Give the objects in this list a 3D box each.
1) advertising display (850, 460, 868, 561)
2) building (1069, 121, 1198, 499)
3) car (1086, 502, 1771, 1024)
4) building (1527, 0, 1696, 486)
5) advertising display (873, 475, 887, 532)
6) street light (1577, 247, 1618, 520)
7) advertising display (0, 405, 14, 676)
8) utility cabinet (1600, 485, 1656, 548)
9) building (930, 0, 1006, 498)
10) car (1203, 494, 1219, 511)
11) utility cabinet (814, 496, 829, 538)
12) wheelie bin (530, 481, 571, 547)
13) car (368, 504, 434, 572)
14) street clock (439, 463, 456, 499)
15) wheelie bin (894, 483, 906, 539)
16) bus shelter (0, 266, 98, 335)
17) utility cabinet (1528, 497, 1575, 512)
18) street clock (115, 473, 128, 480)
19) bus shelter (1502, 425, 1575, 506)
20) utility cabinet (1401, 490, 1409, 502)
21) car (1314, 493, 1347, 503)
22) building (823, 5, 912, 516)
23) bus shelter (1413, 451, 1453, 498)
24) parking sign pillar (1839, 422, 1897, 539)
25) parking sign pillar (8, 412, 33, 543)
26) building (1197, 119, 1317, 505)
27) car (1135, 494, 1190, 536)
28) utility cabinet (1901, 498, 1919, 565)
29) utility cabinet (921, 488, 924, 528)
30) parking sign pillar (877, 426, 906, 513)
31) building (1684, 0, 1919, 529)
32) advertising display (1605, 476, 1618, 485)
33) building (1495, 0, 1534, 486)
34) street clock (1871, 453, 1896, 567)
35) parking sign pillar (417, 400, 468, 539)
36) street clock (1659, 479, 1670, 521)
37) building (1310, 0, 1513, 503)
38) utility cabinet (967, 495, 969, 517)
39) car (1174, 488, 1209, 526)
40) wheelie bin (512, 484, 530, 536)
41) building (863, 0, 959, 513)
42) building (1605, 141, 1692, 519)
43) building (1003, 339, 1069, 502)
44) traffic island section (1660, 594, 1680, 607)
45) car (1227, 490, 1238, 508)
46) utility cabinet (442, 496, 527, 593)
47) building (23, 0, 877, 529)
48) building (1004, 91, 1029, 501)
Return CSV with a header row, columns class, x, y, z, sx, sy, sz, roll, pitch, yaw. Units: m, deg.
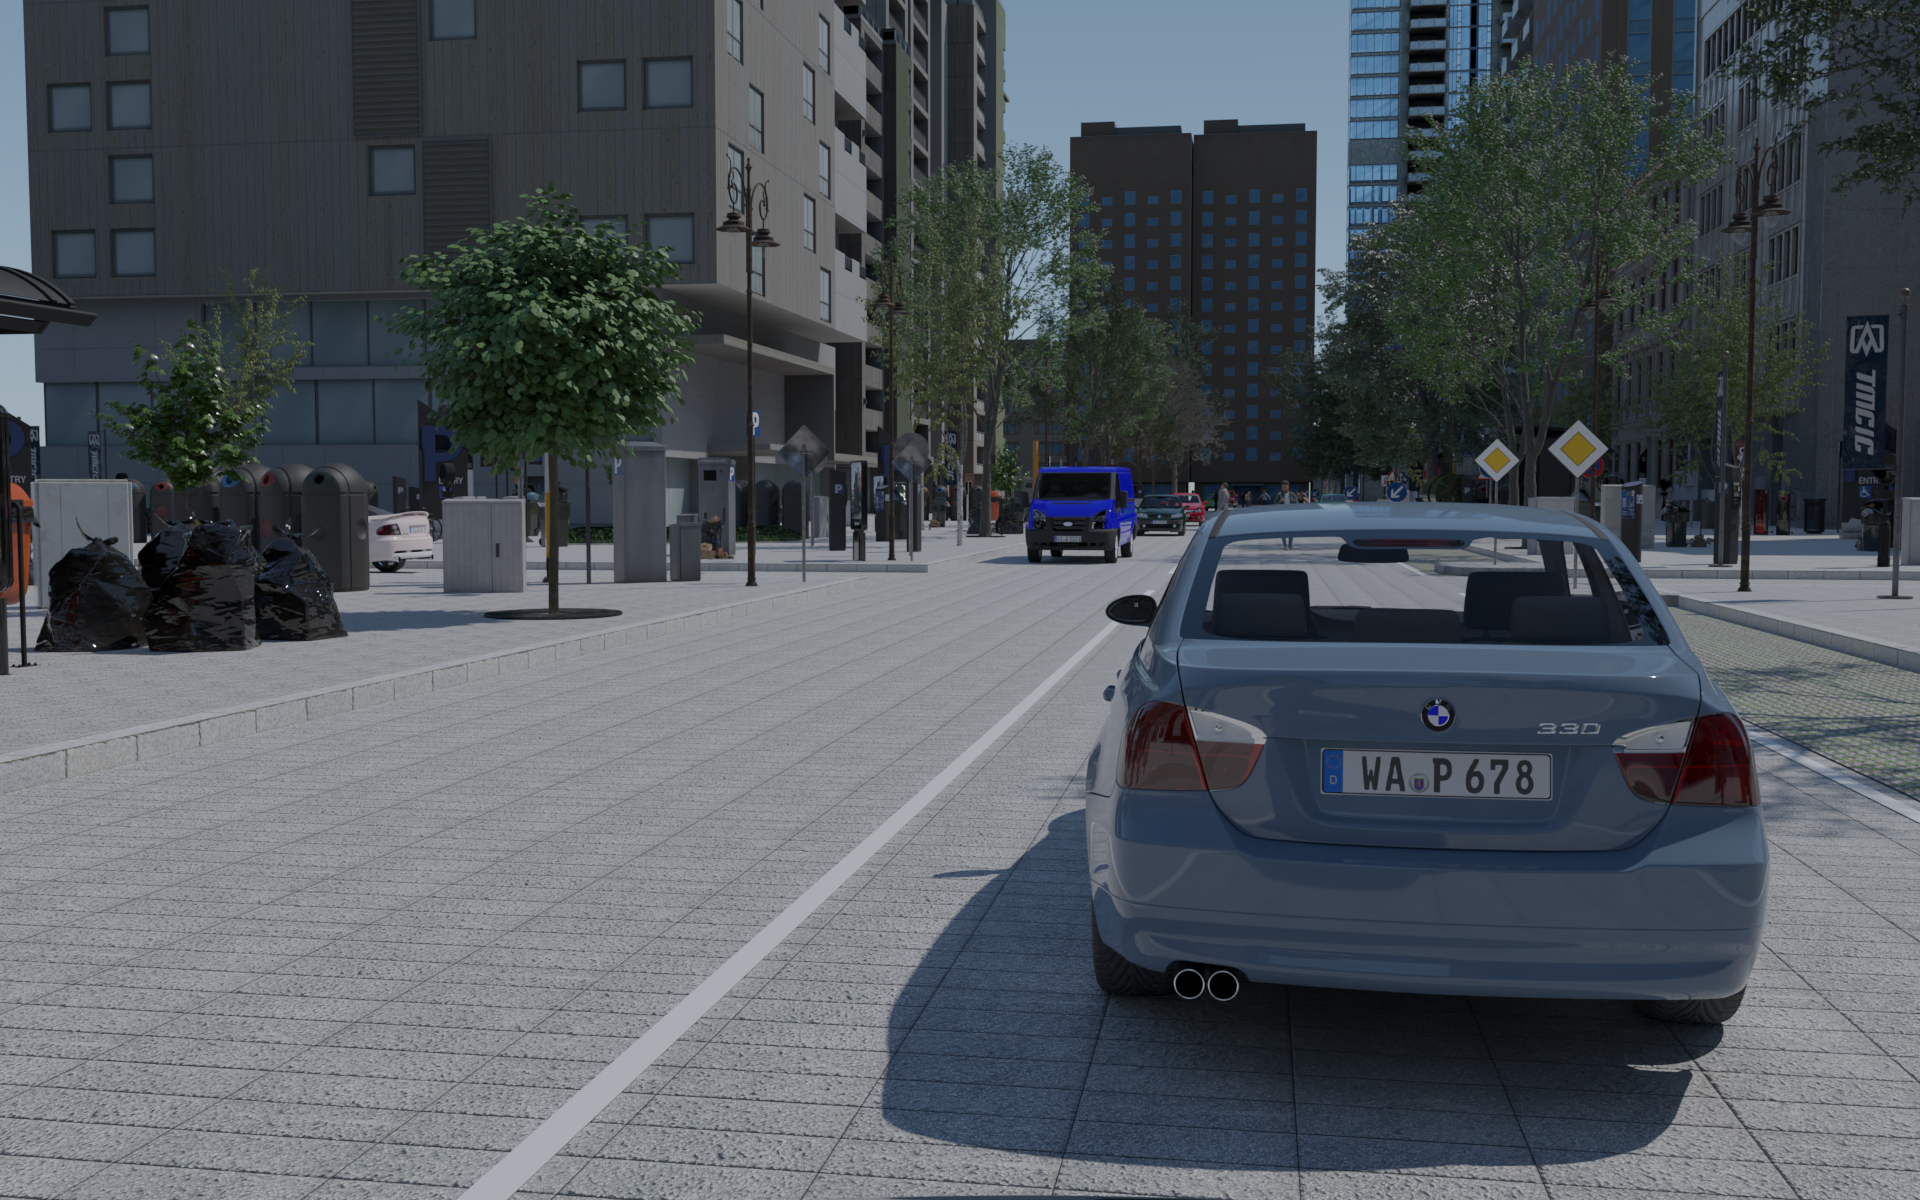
class,x,y,z,sx,sy,sz,roll,pitch,yaw
advertising display,-1.949,-1.723,33.382,0.123,1.923,0.974,-1,4,-16
building,21.122,-34.303,210.956,14.200,45.320,14.600,1,4,10
car,1.469,0.362,6.092,2.014,1.417,4.499,1,4,10
building,49.354,-29.037,124.870,14.600,45.320,14.200,1,4,10
advertising display,-2.711,-3.272,58.708,0.123,1.923,0.974,-2,4,-25
street light,11.972,-3.662,32.665,0.468,5.910,1.993,1,4,10
advertising display,-7.195,-0.425,12.169,0.974,1.923,0.123,0,4,-8
utility cabinet,15.690,-1.958,40.693,1.173,1.500,0.318,0,4,0
building,-4.315,-27.822,138.476,14.154,41.232,14.086,1,4,10
car,21.649,-8.440,146.795,1.959,1.807,4.718,1,4,11
utility cabinet,-4.132,-2.465,51.459,0.306,1.237,1.020,1,4,15
wheelie bin,-9.887,-2.099,42.229,0.693,1.594,0.980,-3,4,-37
car,-12.016,-1.168,31.467,4.827,1.381,2.083,1,4,11
street clock,-11.958,-2.194,40.448,0.358,2.002,0.471,-3,4,-36
wheelie bin,-1.612,-2.522,49.142,0.980,1.594,0.693,-3,4,-37
bus shelter,-9.065,-1.153,12.781,2.014,3.302,5.546,1,4,10
utility cabinet,12.519,-1.563,36.715,1.020,1.237,0.306,-1,4,-23
street clock,-28.729,-3.354,59.415,0.471,2.002,0.358,3,5,39
bus shelter,20.391,-4.267,61.053,1.731,3.624,6.357,1,4,10
utility cabinet,22.951,-4.950,89.618,0.318,1.500,1.173,2,4,30
car,20.326,-5.235,94.388,1.959,1.807,4.718,1,4,10
building,-11.098,-20.307,103.726,14.160,30.474,14.107,1,4,10
bus shelter,25.850,-6.336,94.873,1.731,3.624,6.357,1,4,10
parking sign pillar,26.020,-3.736,49.562,1.447,3.967,1.447,-2,4,-34
parking sign pillar,-25.132,-3.489,45.514,1.447,3.967,1.447,-2,4,-29
building,35.525,-34.226,209.699,14.200,45.320,14.600,1,4,10
car,7.023,-3.103,60.513,2.009,1.686,4.222,1,4,8
utility cabinet,17.604,-1.233,31.317,1.020,1.237,0.306,0,4,-1
utility cabinet,-1.803,-3.392,64.135,0.318,1.500,1.173,-3,4,-37
parking sign pillar,-2.625,-4.930,69.072,1.447,3.967,1.447,-2,4,-30
building,38.640,-15.469,70.936,12.078,24.808,19.932,1,4,10
advertising display,23.376,-3.485,62.192,0.123,1.923,0.974,3,5,40
building,57.973,-32.192,145.953,23.786,49.044,30.456,1,4,10
street clock,16.262,-1.582,30.437,0.471,2.002,0.358,2,4,34
parking sign pillar,-14.818,-3.742,49.660,1.447,3.967,1.447,-2,4,-29
street clock,33.511,-4.764,82.454,0.471,2.002,0.358,1,4,15
building,58.268,-54.721,207.362,31.000,86.520,22.319,1,4,10
utility cabinet,0.042,-5.125,94.955,0.306,1.237,1.020,3,4,39
car,10.159,-4.239,78.344,2.155,1.783,4.494,1,4,9
wheelie bin,-13.171,-2.729,52.524,0.980,1.594,0.693,1,4,14
building,-10.792,-41.716,120.307,20.563,71.187,20.611,1,4,10
building,41.737,-15.604,91.276,11.583,22.565,21.152,1,4,10
building,0.865,-23.090,222.566,28.899,21.520,27.650,1,4,10
traffic island section,8.340,-0.071,23.438,2.009,0.180,2.903,1,4,10
car,27.689,-10.448,179.498,2.281,1.827,5.304,1,4,12
utility cabinet,-6.204,-0.699,22.598,1.020,1.237,0.306,0,4,-4
building,-19.526,-29.682,74.537,28.713,52.752,27.495,1,4,10
building,-9.099,-31.017,161.748,28.867,44.769,22.147,1,4,10
